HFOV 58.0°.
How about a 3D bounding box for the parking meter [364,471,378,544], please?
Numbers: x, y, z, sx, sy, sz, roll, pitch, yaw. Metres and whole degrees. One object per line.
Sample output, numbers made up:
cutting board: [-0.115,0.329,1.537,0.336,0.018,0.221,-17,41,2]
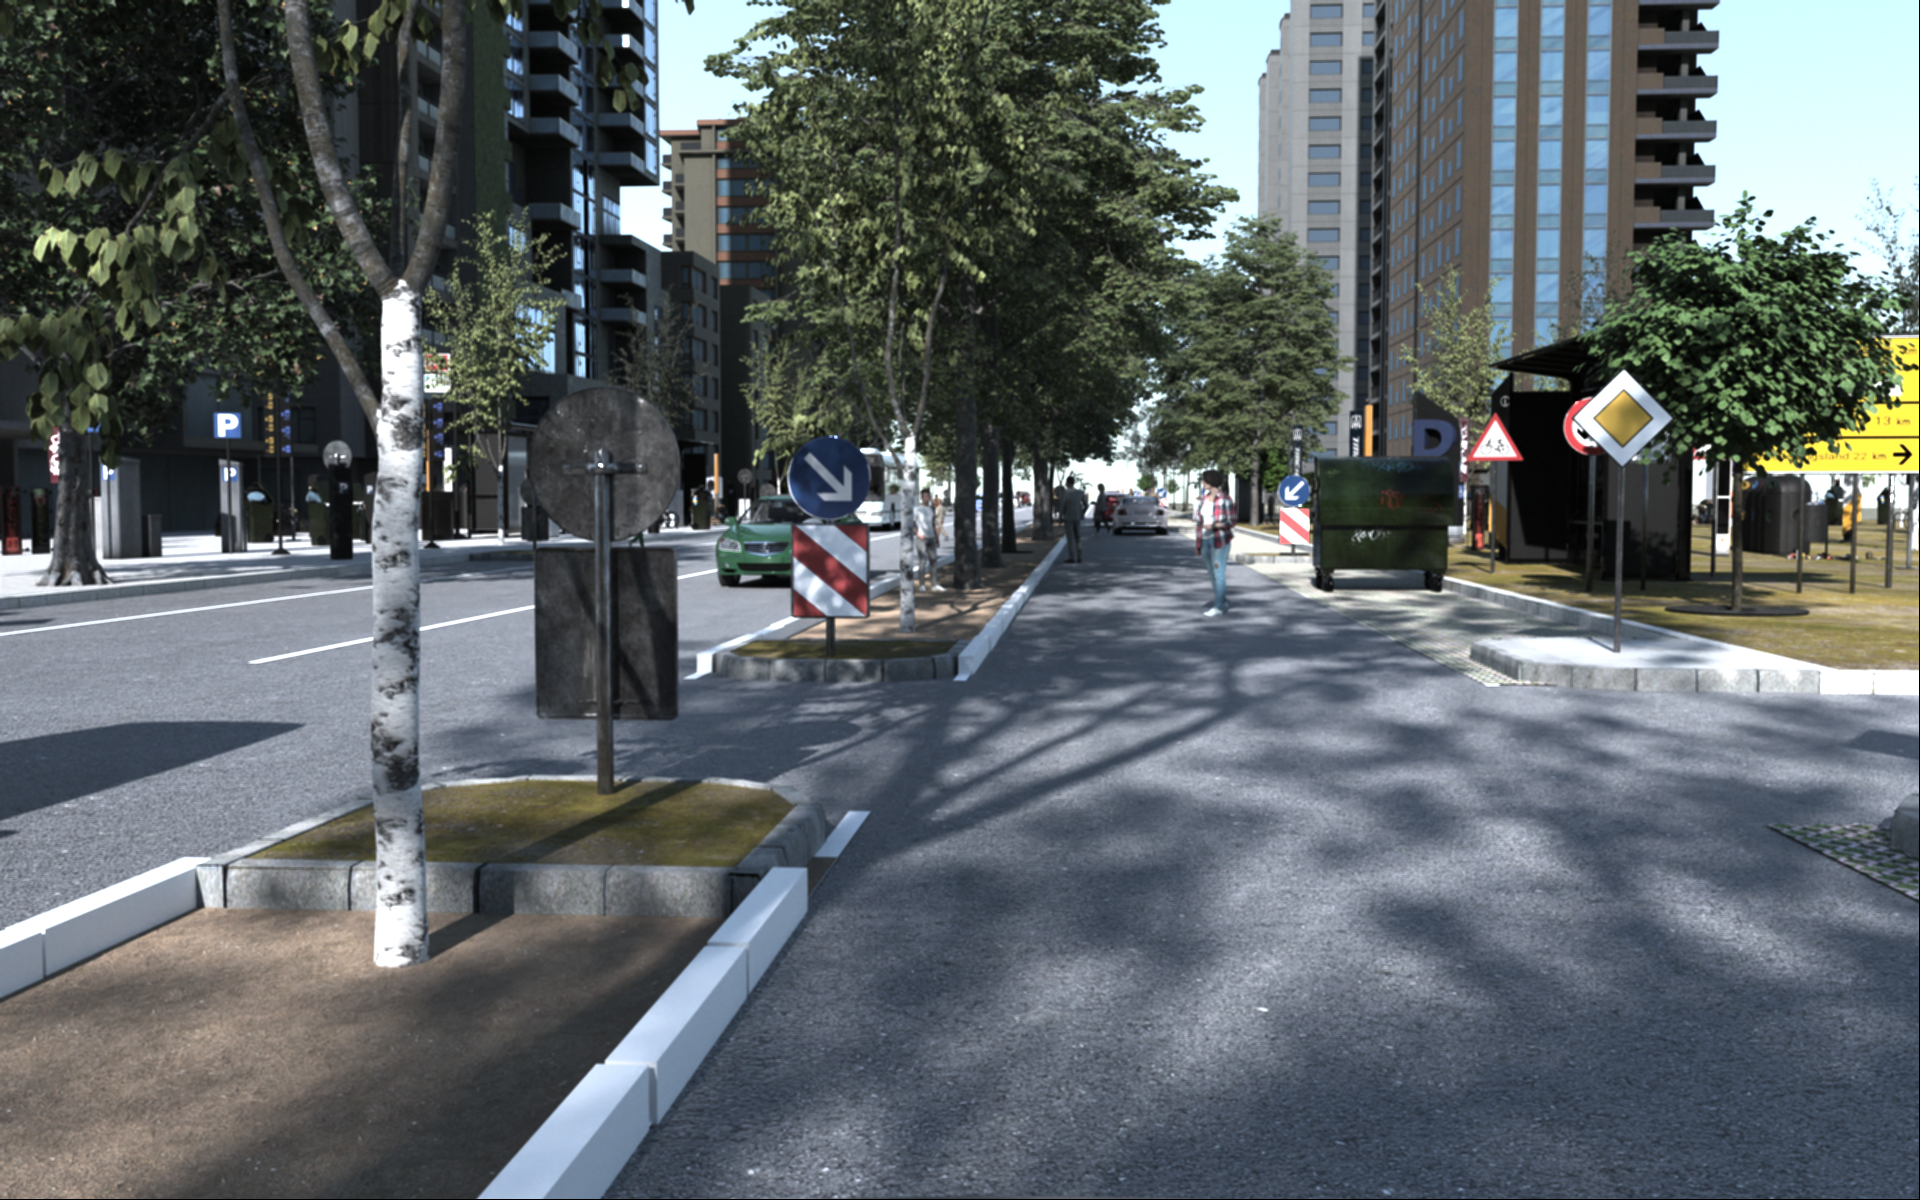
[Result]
parking meter: [-15.059,-2.368,44.434,0.399,1.863,0.255,1,4,21]

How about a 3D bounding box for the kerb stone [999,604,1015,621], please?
kerb stone: [0.500,0.176,19.313,0.120,0.150,1.000,0,4,5]

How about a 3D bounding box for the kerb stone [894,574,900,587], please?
kerb stone: [-1.003,-0.267,26.652,0.120,0.150,1.000,0,4,5]

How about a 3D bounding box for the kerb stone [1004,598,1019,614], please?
kerb stone: [0.579,0.115,20.340,0.120,0.150,1.000,0,4,5]

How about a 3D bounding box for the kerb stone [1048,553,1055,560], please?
kerb stone: [1.836,-0.823,35.656,0.120,0.150,1.000,0,4,5]

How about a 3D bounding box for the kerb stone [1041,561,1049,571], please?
kerb stone: [1.506,-0.571,31.581,0.120,0.150,1.000,0,4,5]

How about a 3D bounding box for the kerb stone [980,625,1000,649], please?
kerb stone: [0.260,0.367,16.247,0.120,0.150,1.000,0,4,5]

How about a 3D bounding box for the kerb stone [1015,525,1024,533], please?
kerb stone: [2.309,-2.766,67.491,0.120,0.150,1.000,0,4,5]

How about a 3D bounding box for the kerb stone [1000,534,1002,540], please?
kerb stone: [1.484,-2.143,57.282,0.120,0.150,1.000,0,4,5]

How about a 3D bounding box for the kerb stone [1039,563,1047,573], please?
kerb stone: [1.413,-0.506,30.558,0.120,0.150,1.000,0,4,5]

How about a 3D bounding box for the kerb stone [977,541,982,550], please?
kerb stone: [0.573,-1.459,46.058,0.120,0.150,1.000,0,4,5]

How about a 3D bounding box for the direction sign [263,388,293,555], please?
direction sign: [-14.448,-2.737,36.742,0.876,3.537,0.379,2,4,31]

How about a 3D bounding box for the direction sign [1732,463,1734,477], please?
direction sign: [34.309,-5.247,77.783,0.876,3.537,0.379,1,4,17]

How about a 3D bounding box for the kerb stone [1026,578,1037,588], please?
kerb stone: [1.009,-0.191,25.449,0.120,0.150,1.000,0,4,5]

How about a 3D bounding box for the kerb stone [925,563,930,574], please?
kerb stone: [-0.675,-0.523,30.744,0.120,0.150,1.000,0,4,5]

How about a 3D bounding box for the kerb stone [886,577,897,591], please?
kerb stone: [-1.086,-0.210,25.629,0.120,0.150,1.000,0,4,5]

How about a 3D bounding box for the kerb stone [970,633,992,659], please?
kerb stone: [0.166,0.426,15.229,0.120,0.150,1.000,0,4,5]

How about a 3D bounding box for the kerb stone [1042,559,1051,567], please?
kerb stone: [1.592,-0.636,32.599,0.120,0.150,1.000,0,4,5]

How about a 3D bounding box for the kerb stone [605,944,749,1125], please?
kerb stone: [-0.706,1.090,4.430,0.120,0.150,1.000,0,4,5]

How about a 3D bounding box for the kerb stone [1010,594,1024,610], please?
kerb stone: [0.671,0.057,21.370,0.120,0.150,1.000,0,4,5]

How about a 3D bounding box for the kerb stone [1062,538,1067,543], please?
kerb stone: [2.824,-1.568,47.890,0.120,0.150,1.000,0,4,5]

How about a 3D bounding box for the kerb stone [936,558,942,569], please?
kerb stone: [-0.500,-0.645,32.787,0.120,0.150,1.000,0,4,5]

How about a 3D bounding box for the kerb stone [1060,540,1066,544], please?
kerb stone: [2.658,-1.446,45.853,0.120,0.150,1.000,0,4,5]

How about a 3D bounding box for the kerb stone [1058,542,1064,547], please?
kerb stone: [2.493,-1.322,43.811,0.120,0.150,1.000,0,4,5]

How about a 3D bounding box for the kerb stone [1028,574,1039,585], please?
kerb stone: [1.083,-0.256,26.472,0.120,0.150,1.000,0,4,5]

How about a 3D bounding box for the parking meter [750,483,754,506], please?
parking meter: [-10.560,-5.048,88.250,0.255,1.863,0.399,-1,4,-12]

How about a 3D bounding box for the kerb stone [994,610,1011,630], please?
kerb stone: [0.423,0.239,18.287,0.120,0.150,1.000,0,4,5]

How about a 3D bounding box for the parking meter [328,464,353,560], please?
parking meter: [-12.132,-1.728,33.963,0.255,1.863,0.399,3,5,42]

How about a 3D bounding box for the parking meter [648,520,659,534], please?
parking meter: [-9.981,-2.934,56.385,0.372,1.533,0.369,0,3,0]

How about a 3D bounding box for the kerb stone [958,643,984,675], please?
kerb stone: [0.085,0.488,14.211,0.120,0.150,1.000,0,4,5]

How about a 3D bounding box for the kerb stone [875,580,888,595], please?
kerb stone: [-1.174,-0.148,24.610,0.120,0.150,1.000,0,4,5]

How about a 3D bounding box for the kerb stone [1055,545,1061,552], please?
kerb stone: [2.246,-1.135,40.755,0.120,0.150,1.000,0,4,5]

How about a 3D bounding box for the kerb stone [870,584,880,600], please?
kerb stone: [-1.247,-0.085,23.591,0.120,0.150,1.000,0,4,5]

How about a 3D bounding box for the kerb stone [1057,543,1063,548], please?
kerb stone: [2.420,-1.260,42.792,0.120,0.150,1.000,0,4,5]

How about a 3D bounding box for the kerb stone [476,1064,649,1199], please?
kerb stone: [-0.800,1.150,3.404,0.120,0.150,1.000,0,4,5]

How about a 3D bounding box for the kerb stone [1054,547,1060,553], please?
kerb stone: [2.165,-1.073,39.736,0.120,0.150,1.000,0,4,5]

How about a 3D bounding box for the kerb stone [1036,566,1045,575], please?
kerb stone: [1.332,-0.446,29.539,0.120,0.150,1.000,0,4,5]

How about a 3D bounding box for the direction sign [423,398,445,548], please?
direction sign: [-12.520,-2.994,40.956,0.876,3.537,0.379,2,4,26]

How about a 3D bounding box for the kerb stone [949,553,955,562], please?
kerb stone: [-0.258,-0.835,35.843,0.120,0.150,1.000,0,4,5]

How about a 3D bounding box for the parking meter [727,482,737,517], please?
parking meter: [-10.940,-4.736,83.140,0.399,1.863,0.255,0,4,4]

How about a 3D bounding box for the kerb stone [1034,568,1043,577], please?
kerb stone: [1.247,-0.387,28.521,0.120,0.150,1.000,0,4,5]

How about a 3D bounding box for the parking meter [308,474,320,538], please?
parking meter: [-19.087,-2.783,51.212,0.255,1.863,0.399,0,4,-3]

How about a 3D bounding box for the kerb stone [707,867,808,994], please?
kerb stone: [-0.624,1.024,5.455,0.120,0.150,1.000,0,4,5]

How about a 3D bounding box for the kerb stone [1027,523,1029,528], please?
kerb stone: [2.653,-3.020,71.573,0.120,0.150,1.000,0,4,5]

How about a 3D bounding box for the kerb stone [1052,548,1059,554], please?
kerb stone: [2.075,-1.008,38.719,0.120,0.150,1.000,0,4,5]

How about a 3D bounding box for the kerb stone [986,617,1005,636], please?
kerb stone: [0.334,0.302,17.269,0.120,0.150,1.000,0,4,5]

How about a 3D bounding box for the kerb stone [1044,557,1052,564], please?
kerb stone: [1.667,-0.699,33.618,0.120,0.150,1.000,0,4,5]

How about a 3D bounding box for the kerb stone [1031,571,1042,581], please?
kerb stone: [1.177,-0.321,27.490,0.120,0.150,1.000,0,4,5]

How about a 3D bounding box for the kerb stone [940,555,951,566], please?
kerb stone: [-0.338,-0.772,34.824,0.120,0.150,1.000,0,4,5]

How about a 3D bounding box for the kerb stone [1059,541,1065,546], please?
kerb stone: [2.575,-1.380,44.831,0.120,0.150,1.000,0,4,5]

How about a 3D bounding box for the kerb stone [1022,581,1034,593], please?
kerb stone: [0.926,-0.137,24.430,0.120,0.150,1.000,0,4,5]

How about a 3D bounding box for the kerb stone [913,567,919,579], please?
kerb stone: [-0.755,-0.459,29.723,0.120,0.150,1.000,0,4,5]

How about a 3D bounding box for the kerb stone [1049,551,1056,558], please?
kerb stone: [1.913,-0.885,36.677,0.120,0.150,1.000,0,4,5]

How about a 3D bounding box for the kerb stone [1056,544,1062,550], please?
kerb stone: [2.331,-1.195,41.774,0.120,0.150,1.000,0,4,5]

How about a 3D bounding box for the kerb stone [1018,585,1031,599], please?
kerb stone: [0.844,-0.073,23.411,0.120,0.150,1.000,0,4,5]

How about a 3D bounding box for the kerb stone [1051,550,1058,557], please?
kerb stone: [2.000,-0.948,37.699,0.120,0.150,1.000,0,4,5]

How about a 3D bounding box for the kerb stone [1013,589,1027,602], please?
kerb stone: [0.749,-0.012,22.389,0.120,0.150,1.000,0,4,5]

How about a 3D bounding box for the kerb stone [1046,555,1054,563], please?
kerb stone: [1.753,-0.761,34.637,0.120,0.150,1.000,0,4,5]
